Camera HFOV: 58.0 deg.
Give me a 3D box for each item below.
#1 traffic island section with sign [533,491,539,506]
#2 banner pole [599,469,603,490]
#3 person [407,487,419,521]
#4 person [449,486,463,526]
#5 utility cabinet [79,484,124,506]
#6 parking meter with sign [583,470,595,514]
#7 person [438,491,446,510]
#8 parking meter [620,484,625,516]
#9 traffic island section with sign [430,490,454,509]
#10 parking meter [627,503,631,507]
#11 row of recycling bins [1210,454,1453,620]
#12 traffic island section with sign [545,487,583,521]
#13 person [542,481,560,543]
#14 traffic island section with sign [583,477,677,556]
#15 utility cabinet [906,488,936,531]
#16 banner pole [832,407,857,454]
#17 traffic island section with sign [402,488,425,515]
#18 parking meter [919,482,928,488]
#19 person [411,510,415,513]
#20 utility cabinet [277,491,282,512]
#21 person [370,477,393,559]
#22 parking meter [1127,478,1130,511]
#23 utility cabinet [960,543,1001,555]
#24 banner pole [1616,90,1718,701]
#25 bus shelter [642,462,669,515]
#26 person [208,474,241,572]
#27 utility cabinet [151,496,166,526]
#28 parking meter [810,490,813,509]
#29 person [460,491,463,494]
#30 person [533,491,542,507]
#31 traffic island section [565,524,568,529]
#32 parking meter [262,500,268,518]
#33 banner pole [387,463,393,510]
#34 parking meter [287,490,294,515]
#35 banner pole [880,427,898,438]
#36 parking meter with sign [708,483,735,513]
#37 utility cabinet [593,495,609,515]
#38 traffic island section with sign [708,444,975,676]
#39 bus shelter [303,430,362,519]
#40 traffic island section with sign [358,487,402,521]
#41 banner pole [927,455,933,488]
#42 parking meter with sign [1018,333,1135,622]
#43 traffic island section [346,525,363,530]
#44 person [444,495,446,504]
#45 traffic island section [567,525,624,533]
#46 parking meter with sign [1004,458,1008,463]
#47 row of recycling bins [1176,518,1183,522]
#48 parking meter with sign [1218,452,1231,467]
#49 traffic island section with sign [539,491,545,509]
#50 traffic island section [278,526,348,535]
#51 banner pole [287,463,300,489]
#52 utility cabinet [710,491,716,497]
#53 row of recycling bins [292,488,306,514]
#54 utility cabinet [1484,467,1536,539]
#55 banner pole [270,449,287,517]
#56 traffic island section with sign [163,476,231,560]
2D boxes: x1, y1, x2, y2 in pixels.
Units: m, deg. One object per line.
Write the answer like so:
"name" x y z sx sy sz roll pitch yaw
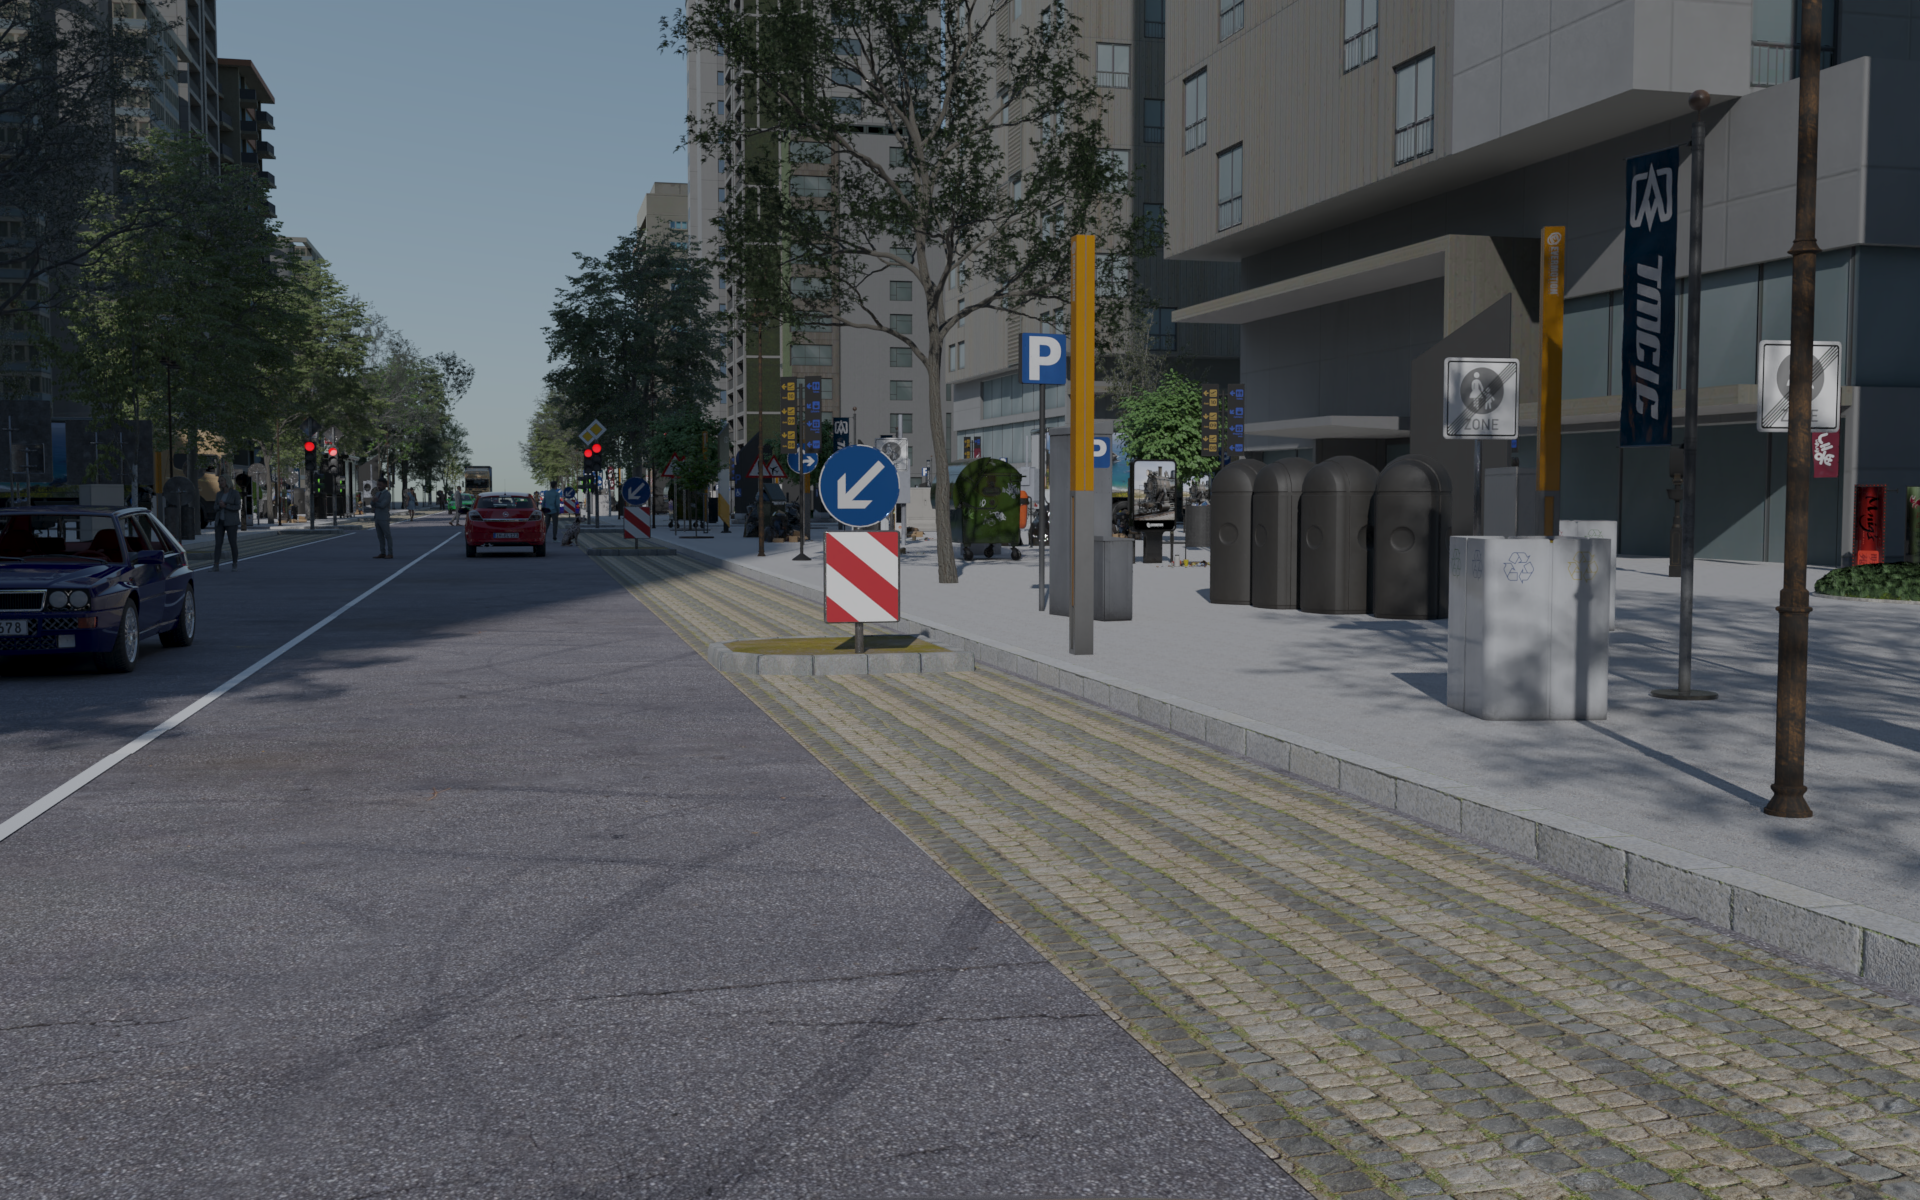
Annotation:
"traffic island section with sign" -40.516 -9.824 169.254 1.989 1.847 2.006 -1 4 -14
"banner pole" -25.361 -8.060 121.802 0.863 3.779 0.401 3 4 37
"person" -28.762 -5.040 90.990 0.616 1.811 0.778 -1 4 -20
"person" -22.620 -4.250 78.111 0.853 1.813 0.709 -3 4 -36
"utility cabinet" -19.308 -1.853 38.973 0.318 1.500 1.173 1 4 8
"parking meter with sign" -26.359 -7.736 122.740 0.543 3.016 1.738 -1 4 -14
"person" -47.172 -9.085 157.589 0.434 1.755 0.990 2 4 29
"parking meter" -19.877 -5.878 101.815 0.255 1.863 0.399 1 4 14
"traffic island section with sign" -49.897 -9.653 166.457 1.989 1.847 2.006 -1 4 -14
"parking meter" -21.926 -6.522 115.042 0.372 1.533 0.369 0 3 0
"row of recycling bins" 4.003 -0.735 19.135 1.069 1.692 3.534 -2 4 -30
"traffic island section with sign" -21.190 -5.184 93.385 1.989 1.847 2.006 -1 4 -14
"person" -12.121 -2.612 51.228 0.660 1.820 0.620 1 4 18
"traffic island section with sign" -7.773 -1.967 40.782 1.989 1.847 2.006 -1 4 -14
"utility cabinet" -1.319 -3.069 58.853 1.173 1.500 0.318 -1 4 -23
"banner pole" -3.240 -3.647 49.653 0.863 3.779 0.401 0 4 2
"traffic island section with sign" -37.636 -6.713 118.388 1.989 1.847 2.006 -1 4 -14
"parking meter" -1.826 -4.922 86.178 0.399 1.863 0.255 2 4 32
"person" -40.993 -7.411 129.773 0.635 1.810 0.391 2 4 31
"utility cabinet" -53.334 -7.781 135.892 1.173 1.500 0.318 -2 4 -34
"person" -12.866 -1.820 38.445 0.511 1.800 0.466 2 4 24
"parking meter" 5.373 -2.920 53.451 0.255 1.863 0.399 -2 4 -32
"utility cabinet" 0.448 -1.552 36.544 0.306 1.237 1.020 3 5 42
"banner pole" 4.498 -1.287 11.053 0.401 3.779 0.863 -1 4 -21
"bus shelter" -18.981 -8.098 110.041 2.179 5.291 8.768 -1 4 -14
"person" -13.574 -1.429 32.048 0.537 1.800 0.526 1 4 16
"utility cabinet" -28.583 -3.083 61.571 1.020 1.237 0.306 3 5 40
"parking meter" -9.785 -6.520 115.020 0.372 1.533 0.369 0 3 0
"person" -39.374 -7.820 136.454 0.694 1.812 0.767 -3 4 -38
"person" -37.735 -8.886 154.503 1.217 1.735 0.721 0 4 5
"traffic island section" -15.519 -3.075 72.550 2.009 0.180 2.903 -1 4 -14
"parking meter" -38.633 -5.532 96.165 0.399 1.863 0.255 1 4 13
"banner pole" -45.944 -9.157 139.730 0.401 3.779 0.863 1 4 19
"parking meter" -37.953 -5.490 98.166 0.372 1.533 0.369 0 3 0
"banner pole" -2.569 -4.551 64.420 0.863 3.779 0.401 0 4 7
"parking meter with sign" -14.997 -6.905 109.157 0.543 3.016 1.738 3 4 38
"utility cabinet" -21.798 -5.759 105.329 1.020 1.237 0.306 0 4 3
"traffic island section with sign" -1.087 -0.364 14.572 1.989 1.847 2.006 -1 4 -14
"bus shelter" -33.514 -7.009 92.222 2.179 5.291 8.768 -1 4 -14
"traffic island section with sign" -30.961 -5.110 92.178 1.989 1.847 2.006 -1 4 -14
"banner pole" -1.947 -7.428 111.469 0.401 3.779 0.863 2 4 30
"parking meter with sign" 1.249 -1.338 18.140 0.543 3.016 1.738 -2 4 -25
"traffic island section" -25.300 -2.923 70.070 2.009 0.180 2.903 -1 4 -14
"person" -47.756 -9.073 160.071 0.599 1.433 0.991 0 4 -2
"traffic island section" -13.547 -2.601 64.811 2.009 0.180 2.903 -1 4 -14
"parking meter with sign" 1.427 -5.267 82.375 1.738 3.016 0.543 -3 4 -37
"row of recycling bins" 9.969 -4.465 80.123 1.069 1.692 3.534 -2 4 -31
"parking meter with sign" 11.130 -4.528 70.287 0.543 3.016 1.738 -1 4 -21
"traffic island section with sign" -28.081 -6.839 120.445 1.989 1.847 2.006 -1 4 -14
"traffic island section" -23.328 -2.450 62.332 2.009 0.180 2.903 -1 4 -14
"banner pole" -43.671 -7.567 113.739 0.863 3.779 0.401 1 4 21
"utility cabinet" -18.004 -7.192 126.267 1.173 1.500 0.318 -1 4 -16
"row of recycling bins" -42.248 -6.368 111.223 1.069 1.692 3.534 -1 4 -9
"utility cabinet" 4.692 -0.361 14.578 0.318 1.500 1.173 0 4 5
"banner pole" -37.482 -6.410 94.827 0.401 3.779 0.863 1 4 16
"traffic island section with sign" -17.139 -1.795 37.973 1.989 1.847 2.006 -1 4 -14
